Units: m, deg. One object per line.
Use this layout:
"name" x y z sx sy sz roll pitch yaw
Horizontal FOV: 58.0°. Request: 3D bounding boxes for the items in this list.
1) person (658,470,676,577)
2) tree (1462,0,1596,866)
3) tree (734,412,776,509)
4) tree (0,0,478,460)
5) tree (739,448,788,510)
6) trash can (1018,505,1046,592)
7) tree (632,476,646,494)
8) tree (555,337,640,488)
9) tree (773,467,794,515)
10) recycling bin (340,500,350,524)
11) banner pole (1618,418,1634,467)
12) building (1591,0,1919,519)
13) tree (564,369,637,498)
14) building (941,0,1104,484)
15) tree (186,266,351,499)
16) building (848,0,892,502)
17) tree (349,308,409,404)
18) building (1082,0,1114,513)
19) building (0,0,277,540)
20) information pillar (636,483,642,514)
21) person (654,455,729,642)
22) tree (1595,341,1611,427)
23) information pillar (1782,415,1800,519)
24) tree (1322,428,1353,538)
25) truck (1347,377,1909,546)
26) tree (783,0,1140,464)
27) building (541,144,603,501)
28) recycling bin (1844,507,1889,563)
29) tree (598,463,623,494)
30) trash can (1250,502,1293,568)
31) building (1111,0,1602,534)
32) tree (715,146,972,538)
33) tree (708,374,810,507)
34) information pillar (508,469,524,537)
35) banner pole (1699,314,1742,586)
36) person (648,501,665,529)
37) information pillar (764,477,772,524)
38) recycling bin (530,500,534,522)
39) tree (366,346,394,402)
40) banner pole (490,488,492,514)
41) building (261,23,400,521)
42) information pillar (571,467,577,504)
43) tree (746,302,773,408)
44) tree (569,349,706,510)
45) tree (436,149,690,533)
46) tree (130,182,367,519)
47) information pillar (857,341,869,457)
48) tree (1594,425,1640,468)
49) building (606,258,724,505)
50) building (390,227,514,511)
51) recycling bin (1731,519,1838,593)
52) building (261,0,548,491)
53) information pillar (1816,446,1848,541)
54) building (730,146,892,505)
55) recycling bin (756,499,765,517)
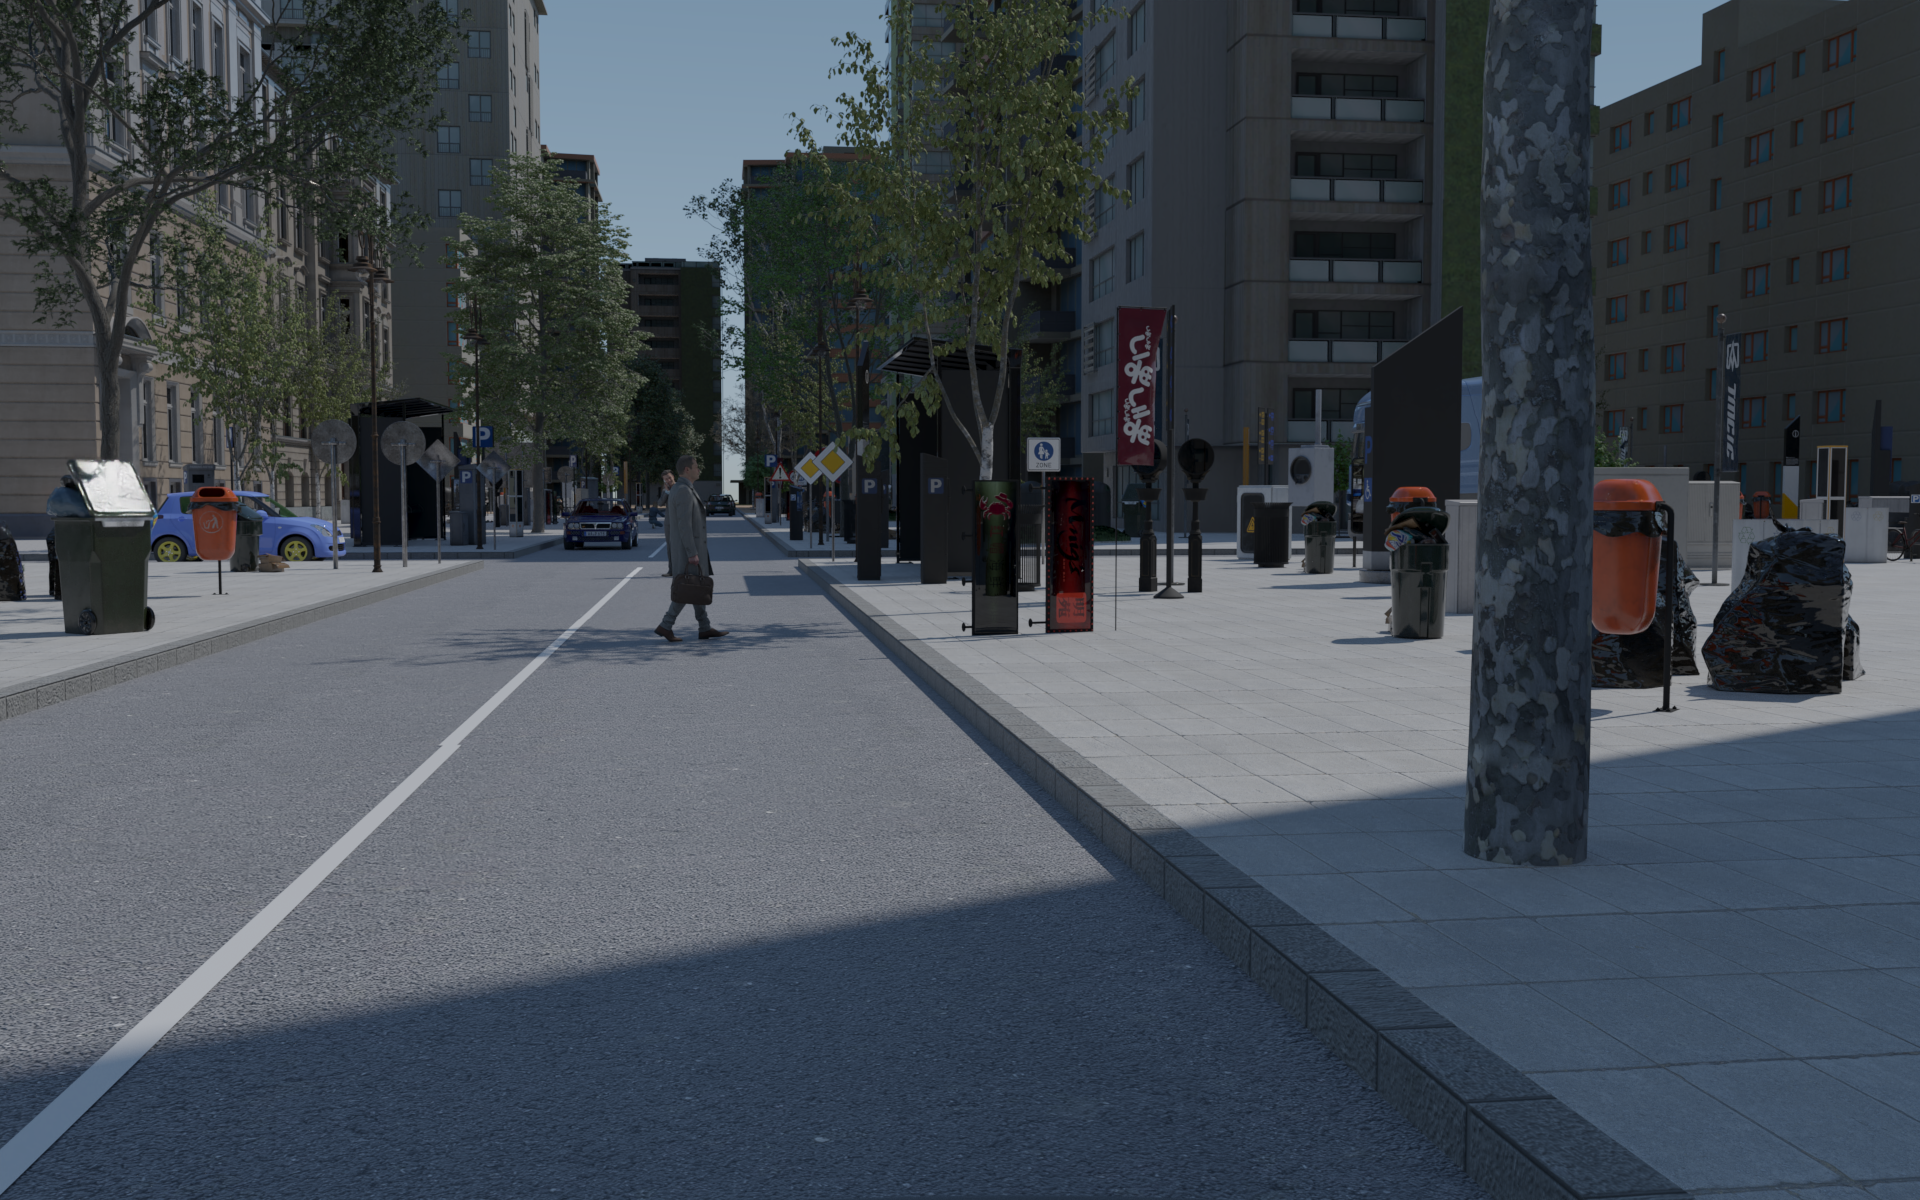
"person" -4.910 -1.324 29.946 0.655 1.846 0.447 1 4 11
"tree" 2.673 -9.235 6.885 12.611 20.169 13.585 0 3 0
"tree" -17.996 -12.318 151.765 4.360 8.622 3.978 0 3 0
"tree" -8.721 -5.119 18.115 8.767 10.594 7.601 1 4 18
"tree" -13.970 -8.629 124.796 4.285 4.588 4.351 0 3 0
"trash can" 0.767 -0.691 22.944 0.748 1.137 0.748 0 3 0
"tree" -28.571 -9.905 156.541 1.663 3.219 1.824 0 3 0
"tree" -17.506 -8.052 82.018 4.360 8.622 3.978 0 3 0
"tree" -11.336 -6.939 108.050 1.663 3.219 1.824 0 3 0
"recycling bin" -26.253 -3.800 74.684 0.722 1.027 0.722 0 4 -6
"banner pole" 21.759 -4.072 56.587 0.863 3.779 0.401 -2 4 -31
"building" 44.257 -13.806 70.774 28.899 21.520 27.650 0 4 -8
"tree" -19.765 -8.925 96.280 4.737 8.622 4.395 0 3 0
"building" 10.665 -26.864 93.850 22.147 44.769 28.867 0 4 -8
"tree" -22.019 -6.377 54.626 4.360 8.622 3.978 0 3 0
"building" 1.503 -52.117 164.783 22.319 86.520 31.000 0 4 -8
"tree" -23.100 -7.104 66.520 4.360 8.622 3.978 0 3 0
"building" 2.639 -27.219 128.622 14.154 41.232 14.086 0 4 -8
"building" -31.807 -16.576 56.918 13.634 28.700 20.117 0 4 -8
"information pillar" -21.034 -6.671 113.557 0.304 2.012 0.304 1 4 13
"person" -2.623 -0.509 16.923 0.767 1.812 0.694 -1 4 -16
"tree" 22.700 -7.116 66.714 4.360 8.622 3.978 0 3 0
"information pillar" 24.658 -3.671 51.372 0.504 3.616 0.183 -1 4 -12
"tree" 10.963 -3.423 50.571 1.663 3.219 1.824 0 3 0
"truck" 17.703 -3.106 40.535 18.799 4.110 2.967 -1 4 -9
"tree" 0.199 -4.200 19.040 4.737 8.622 4.395 0 3 0
"building" -59.152 -34.231 214.307 28.867 44.769 22.147 0 4 -8
"recycling bin" 16.929 -1.218 32.472 0.722 1.027 0.722 1 4 17
"tree" -21.669 -6.819 106.091 1.663 3.219 1.824 0 3 0
"trash can" 5.445 -1.140 30.285 0.748 1.137 0.748 0 3 0
"building" 12.435 -23.032 60.167 14.086 41.232 14.154 0 4 -8
"tree" -3.339 -7.668 51.129 9.928 11.665 9.643 0 3 0
"tree" -19.761 -15.773 168.263 12.009 13.543 11.850 0 3 0
"information pillar" -13.178 -2.869 51.395 0.304 2.012 0.304 2 4 27
"banner pole" 10.579 -2.075 23.943 0.401 3.779 0.863 0 4 0
"person" -12.692 -3.550 72.043 1.012 1.151 0.738 2 4 35
"information pillar" -8.235 -4.273 74.358 0.304 2.012 0.304 0 4 -2
"recycling bin" -19.511 -4.140 80.236 0.722 1.027 0.722 1 4 22
"tree" -22.605 -6.794 61.438 4.737 8.622 4.395 0 3 0
"banner pole" -29.899 -7.402 111.041 0.401 3.779 0.863 3 5 45
"building" -36.042 -16.216 84.224 14.460 24.649 34.723 0 4 -8
"information pillar" -24.141 -7.144 108.167 0.504 3.616 0.183 2 4 35
"tree" -5.741 -6.863 62.573 4.737 8.622 4.395 0 3 0
"tree" -25.496 -13.449 136.903 9.611 12.733 9.660 0 3 0
"tree" -13.774 -8.535 57.668 7.486 12.596 7.792 0 3 0
"tree" -16.965 -5.507 40.400 4.737 8.622 4.395 0 3 0
"information pillar" -1.467 -2.142 26.372 0.183 3.616 0.504 1 4 9
"tree" 17.872 -3.304 48.614 1.663 3.219 1.824 0 3 0
"building" -36.536 -27.113 214.992 14.107 30.474 14.160 0 4 -8
"building" -48.117 -17.129 125.104 27.650 21.520 28.899 0 4 -8
"recycling bin" 8.201 -0.287 17.241 0.722 1.027 0.722 -2 4 -33
"building" -53.373 -34.951 160.681 27.495 52.752 28.713 0 4 -8
"information pillar" 13.303 -1.344 26.466 0.304 2.012 0.304 -1 4 -10
"building" -14.925 -34.641 220.997 28.867 44.769 22.147 0 4 -8
"recycling bin" -10.786 -5.082 95.649 0.722 1.027 0.722 -3 5 -42
